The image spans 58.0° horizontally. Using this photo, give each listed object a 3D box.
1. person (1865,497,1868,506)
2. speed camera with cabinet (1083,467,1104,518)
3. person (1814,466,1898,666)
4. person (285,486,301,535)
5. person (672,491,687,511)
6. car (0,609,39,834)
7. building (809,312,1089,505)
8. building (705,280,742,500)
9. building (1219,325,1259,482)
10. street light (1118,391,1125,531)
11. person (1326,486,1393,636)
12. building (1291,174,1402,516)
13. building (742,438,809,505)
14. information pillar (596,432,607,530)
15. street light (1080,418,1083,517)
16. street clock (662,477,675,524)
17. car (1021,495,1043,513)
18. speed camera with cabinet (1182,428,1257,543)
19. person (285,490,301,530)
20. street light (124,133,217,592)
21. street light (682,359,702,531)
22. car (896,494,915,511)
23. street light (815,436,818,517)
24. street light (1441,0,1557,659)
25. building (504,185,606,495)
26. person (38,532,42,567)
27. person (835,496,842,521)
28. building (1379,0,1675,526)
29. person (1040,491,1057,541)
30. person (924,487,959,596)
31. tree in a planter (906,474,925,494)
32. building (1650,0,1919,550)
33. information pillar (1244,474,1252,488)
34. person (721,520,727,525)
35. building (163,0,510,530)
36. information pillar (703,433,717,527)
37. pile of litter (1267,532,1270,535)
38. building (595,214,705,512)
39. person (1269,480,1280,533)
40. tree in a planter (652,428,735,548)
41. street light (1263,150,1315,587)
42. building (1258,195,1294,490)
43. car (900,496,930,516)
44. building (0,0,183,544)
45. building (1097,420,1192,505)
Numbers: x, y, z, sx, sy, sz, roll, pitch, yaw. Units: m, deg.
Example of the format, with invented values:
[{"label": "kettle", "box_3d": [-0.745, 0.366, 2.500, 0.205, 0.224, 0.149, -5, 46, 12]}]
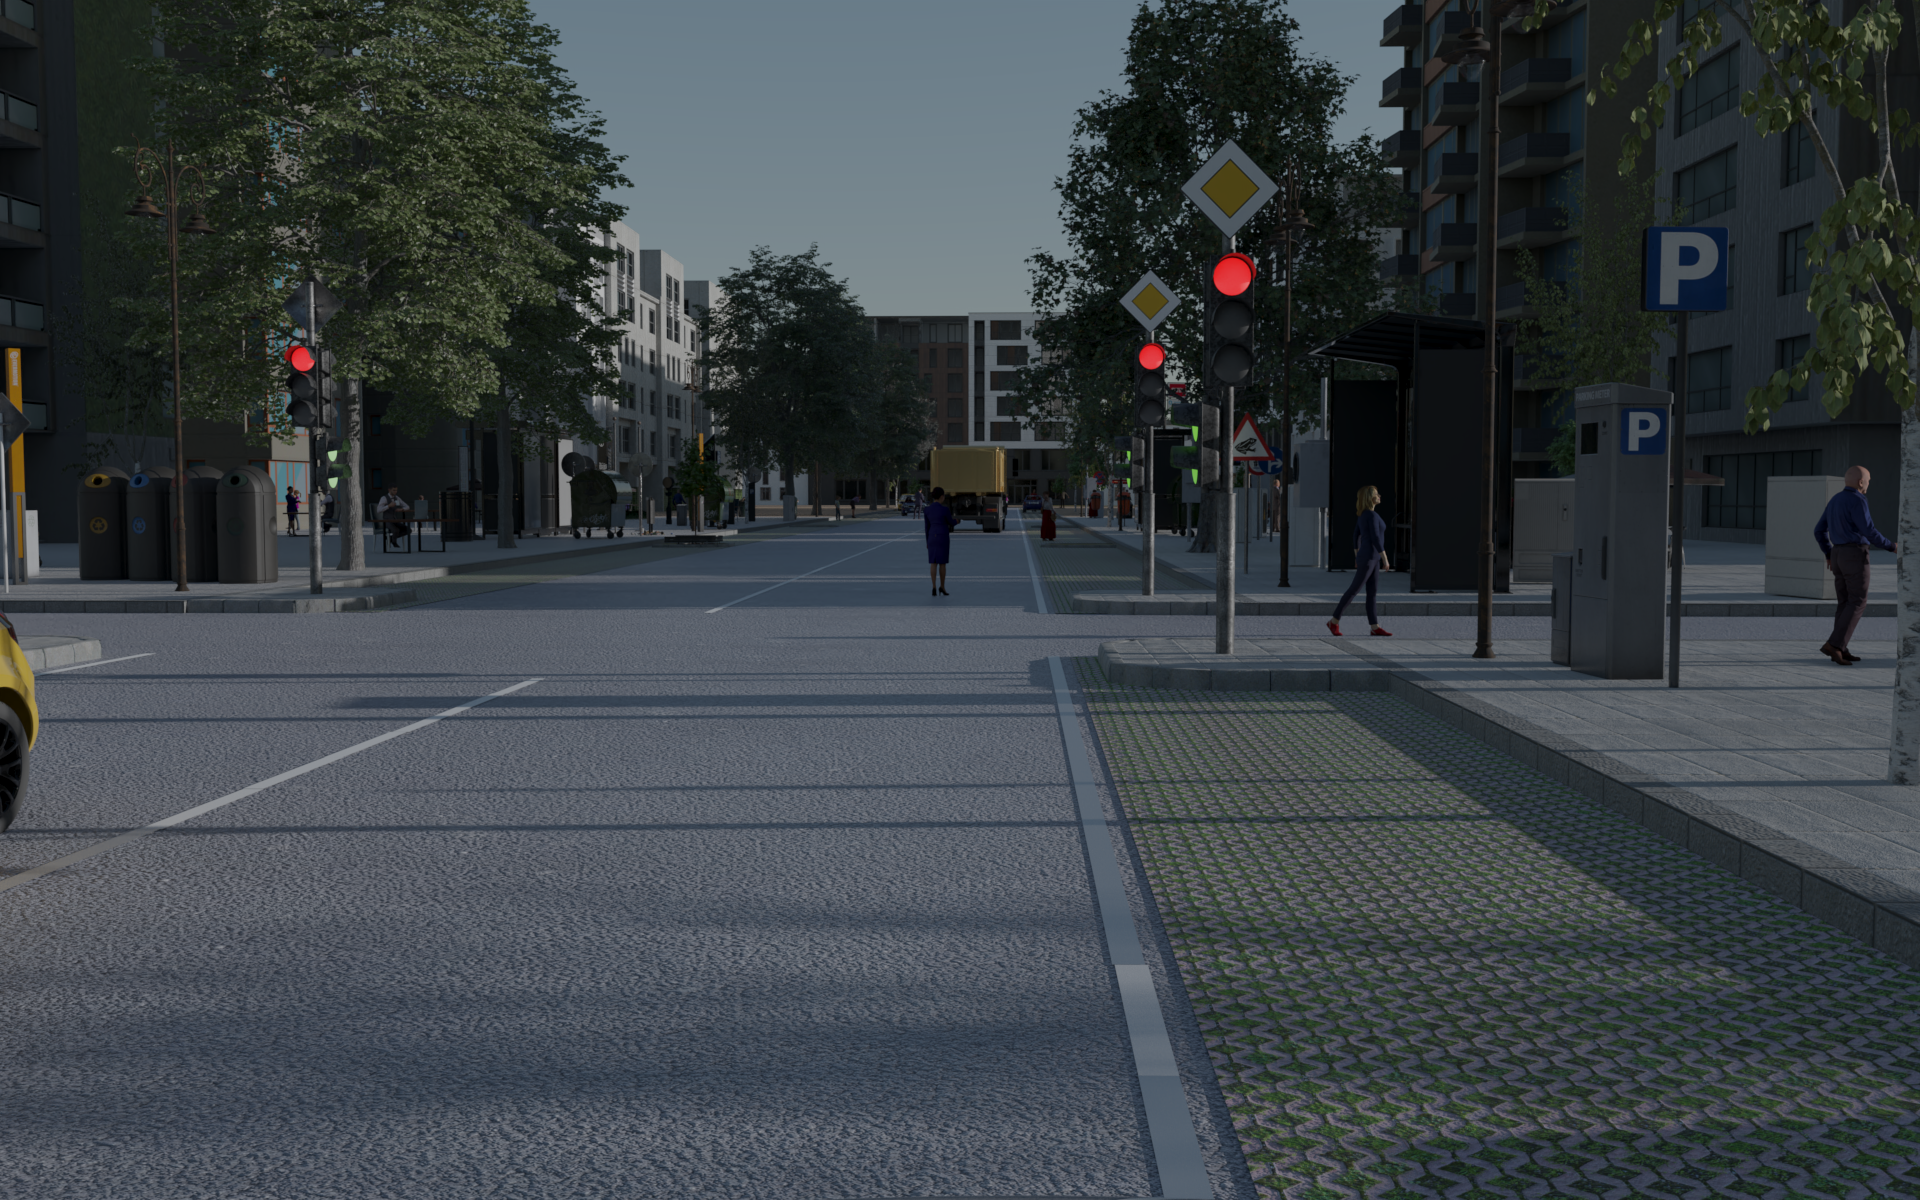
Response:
[{"label": "person", "box_3d": [12.012, -0.897, 23.247, 0.480, 1.512, 0.613, -1, 4, -11]}, {"label": "speed camera with cabinet", "box_3d": [7.296, -6.124, 94.461, 0.660, 3.252, 2.038, -1, 4, -13]}, {"label": "person", "box_3d": [6.820, -0.268, 13.112, 0.600, 1.496, 0.574, 1, 4, 18]}, {"label": "person", "box_3d": [-20.723, -2.785, 53.951, 0.546, 1.535, 0.453, 0, 4, -5]}, {"label": "person", "box_3d": [-12.387, -4.168, 76.889, 0.600, 1.496, 0.574, -3, 5, -42]}, {"label": "car", "box_3d": [-4.881, 0.268, 5.839, 2.015, 1.641, 3.980, 0, 4, 1]}, {"label": "building", "box_3d": [-0.794, -22.323, 208.955, 32.646, 21.610, 27.936, 0, 4, 2]}, {"label": "building", "box_3d": [-36.192, -17.486, 152.351, 31.486, 18.905, 16.747, 0, 4, 2]}, {"label": "building", "box_3d": [30.914, -18.131, 152.862, 16.016, 20.091, 11.380, 0, 4, 2]}, {"label": "street light", "box_3d": [5.603, -5.348, 60.234, 0.468, 5.910, 1.993, 0, 4, 2]}, {"label": "person", "box_3d": [4.041, -0.393, 17.461, 0.613, 1.512, 0.480, -1, 4, -11]}, {"label": "building", "box_3d": [29.142, -15.399, 108.186, 16.016, 20.091, 11.380, 0, 4, 2]}, {"label": "building", "box_3d": [-31.423, -15.838, 201.097, 28.070, 9.664, 9.099, 0, 4, 2]}, {"label": "information pillar", "box_3d": [-12.607, -4.267, 61.121, 0.183, 3.616, 0.504, 2, 4, 34]}, {"label": "street light", "box_3d": [6.781, -7.568, 96.517, 0.468, 5.910, 1.993, 0, 4, 2]}, {"label": "street clock", "box_3d": [-12.312, -4.199, 73.223, 0.471, 2.002, 0.358, 1, 4, 23]}, {"label": "car", "box_3d": [5.659, -7.324, 132.326, 1.945, 1.354, 3.894, 0, 4, 3]}, {"label": "speed camera with cabinet", "box_3d": [6.815, -3.151, 45.858, 0.660, 3.252, 2.038, -3, 5, -39]}, {"label": "person", "box_3d": [-23.458, -3.151, 60.801, 0.776, 1.435, 0.726, -2, 4, -26]}, {"label": "street light", "box_3d": [-10.272, -3.052, 22.694, 0.468, 5.910, 1.993, 0, 4, 2]}, {"label": "street light", "box_3d": [-9.163, -5.300, 59.450, 0.468, 5.910, 1.993, 0, 4, 2]}, {"label": "car", "box_3d": [-4.312, -8.284, 145.662, 2.015, 1.641, 3.980, 0, 4, 1]}, {"label": "street light", "box_3d": [-7.997, -7.572, 96.582, 0.468, 5.910, 1.993, 0, 4, 2]}, {"label": "street light", "box_3d": [4.113, -2.485, 13.415, 0.468, 5.910, 1.993, 0, 4, 2]}, {"label": "building", "box_3d": [-29.905, -15.159, 104.275, 16.016, 20.091, 11.380, 0, 4, 2]}, {"label": "person", "box_3d": [-16.330, -0.999, 30.305, 0.347, 0.859, 0.695, -1, 4, -9]}, {"label": "person", "box_3d": [-6.415, -4.838, 91.505, 0.340, 1.345, 0.435, 0, 4, 6]}, {"label": "building", "box_3d": [31.966, -26.086, 81.132, 22.147, 44.769, 28.867, 0, 4, 2]}, {"label": "person", "box_3d": [2.680, -2.552, 52.690, 0.523, 1.526, 0.387, -2, 4, -32]}, {"label": "person", "box_3d": [-0.270, -0.830, 24.438, 0.453, 1.535, 0.546, 0, 4, 6]}, {"label": "tree in a planter", "box_3d": [-3.957, -9.415, 151.155, 1.991, 3.239, 1.994, 0, 4, 2]}, {"label": "building", "box_3d": [26.289, -16.507, 41.592, 14.107, 30.474, 14.160, 0, 4, 2]}, {"label": "information pillar", "box_3d": [10.559, -3.591, 63.197, 0.304, 2.012, 0.304, -2, 4, -28]}, {"label": "person", "box_3d": [-9.661, -3.721, 70.795, 0.340, 1.345, 0.435, -1, 4, -9]}, {"label": "building", "box_3d": [-37.546, -14.078, 75.209, 27.650, 21.520, 28.899, 0, 4, 2]}, {"label": "information pillar", "box_3d": [-9.641, -4.609, 66.713, 0.504, 3.616, 0.183, -2, 4, -35]}, {"label": "pile of litter", "box_3d": [9.262, -2.546, 55.584, 1.176, 0.858, 1.719, -1, 4, -14]}, {"label": "building", "box_3d": [-29.921, -15.857, 125.716, 16.747, 18.905, 31.486, 0, 4, 2]}, {"label": "person", "box_3d": [10.572, -3.126, 57.706, 0.434, 1.755, 0.990, -1, 4, -13]}, {"label": "tree in a planter", "box_3d": [-7.188, -3.043, 46.969, 1.991, 3.239, 1.994, 0, 4, 2]}, {"label": "street light", "box_3d": [4.474, -3.116, 23.732, 0.468, 5.910, 1.993, 0, 4, 2]}, {"label": "building", "box_3d": [36.120, -17.508, 130.229, 27.936, 21.610, 32.646, 0, 4, 2]}, {"label": "car", "box_3d": [-2.920, -6.181, 113.633, 1.945, 1.354, 3.894, 0, 4, 1]}, {"label": "building", "box_3d": [-29.728, -21.944, 42.385, 14.154, 41.232, 14.086, 0, 4, 2]}, {"label": "building", "box_3d": [29.419, -15.727, 199.287, 28.070, 9.664, 9.099, 0, 4, 2]}]
